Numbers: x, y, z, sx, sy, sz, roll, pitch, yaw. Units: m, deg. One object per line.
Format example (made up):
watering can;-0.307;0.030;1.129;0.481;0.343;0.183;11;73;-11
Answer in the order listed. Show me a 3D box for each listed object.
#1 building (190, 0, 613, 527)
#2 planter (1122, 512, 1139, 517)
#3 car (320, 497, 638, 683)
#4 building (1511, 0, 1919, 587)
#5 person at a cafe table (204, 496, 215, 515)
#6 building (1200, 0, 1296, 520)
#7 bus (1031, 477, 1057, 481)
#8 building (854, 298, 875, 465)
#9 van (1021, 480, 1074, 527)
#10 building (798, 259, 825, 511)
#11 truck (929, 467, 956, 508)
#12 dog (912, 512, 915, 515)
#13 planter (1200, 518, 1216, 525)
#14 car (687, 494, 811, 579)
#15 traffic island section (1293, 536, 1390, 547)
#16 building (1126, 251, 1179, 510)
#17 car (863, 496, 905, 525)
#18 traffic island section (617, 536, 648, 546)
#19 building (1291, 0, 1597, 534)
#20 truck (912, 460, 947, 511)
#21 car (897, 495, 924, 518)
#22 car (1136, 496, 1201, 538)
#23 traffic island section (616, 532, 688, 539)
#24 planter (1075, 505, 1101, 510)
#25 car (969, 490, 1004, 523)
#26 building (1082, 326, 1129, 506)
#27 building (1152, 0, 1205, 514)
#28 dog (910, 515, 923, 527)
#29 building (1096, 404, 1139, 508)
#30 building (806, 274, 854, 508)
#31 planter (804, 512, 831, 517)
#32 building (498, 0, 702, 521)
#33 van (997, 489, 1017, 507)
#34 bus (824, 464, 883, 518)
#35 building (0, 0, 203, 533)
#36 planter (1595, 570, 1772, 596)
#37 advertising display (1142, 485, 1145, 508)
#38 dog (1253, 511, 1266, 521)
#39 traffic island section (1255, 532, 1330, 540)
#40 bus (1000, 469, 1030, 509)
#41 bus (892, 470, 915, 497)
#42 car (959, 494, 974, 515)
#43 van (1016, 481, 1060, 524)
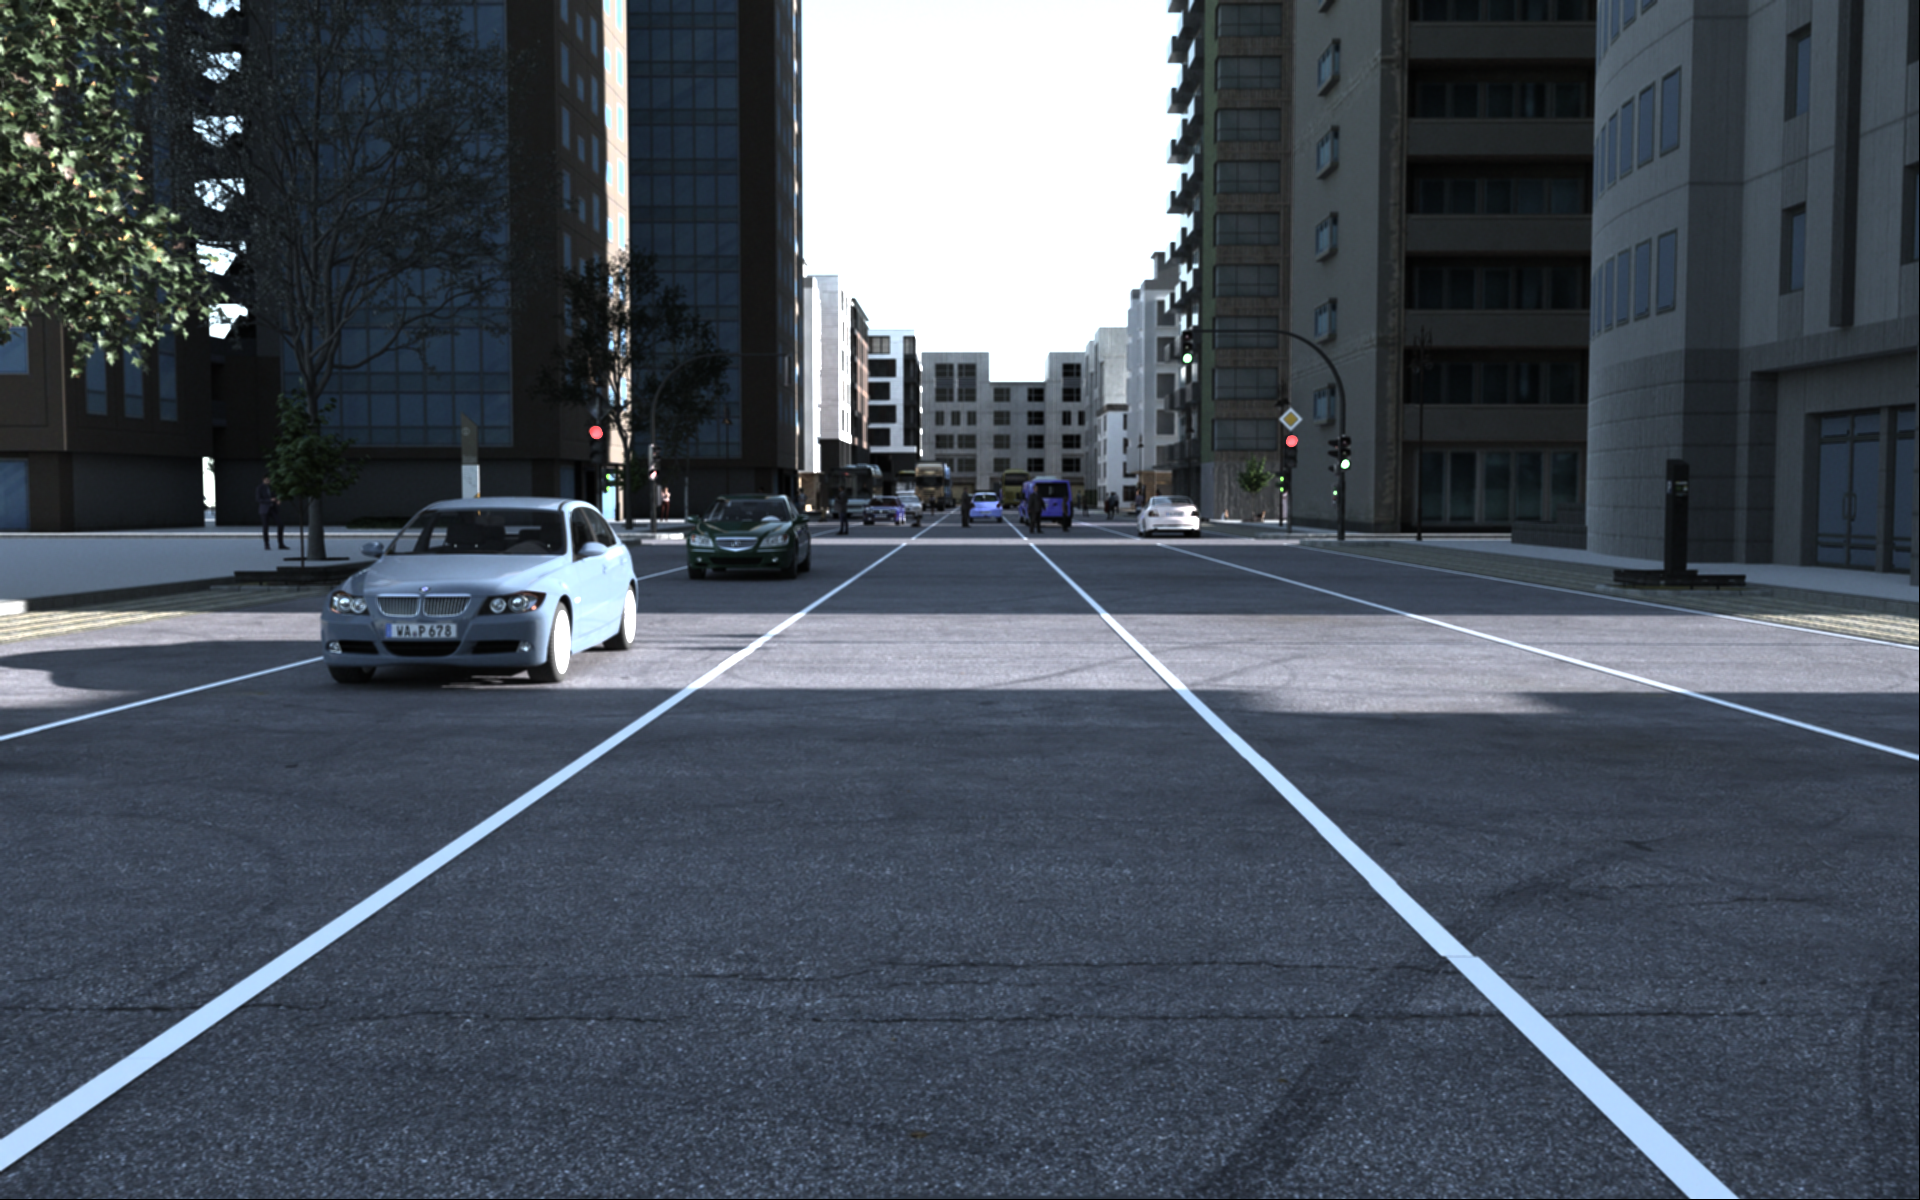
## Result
building;-22.699;-25.970;74.719;14.600;45.320;14.200;0;4;1
planter;11.249;-5.390;109.266;1.991;0.319;1.994;0;4;1
car;-3.886;-0.163;14.663;2.014;1.417;4.499;0;4;0
building;23.903;-29.990;32.341;21.231;58.520;28.212;0;4;1
person at a cafe table;-46.310;-5.974;106.195;1.698;1.524;1.622;0;4;3
building;19.692;-24.949;91.507;14.154;41.232;14.086;0;4;1
bus;9.030;-11.812;187.984;2.948;3.499;13.247;0;3;0
building;-27.025;-21.429;194.338;32.646;21.610;27.936;0;4;1
van;3.929;-4.459;77.290;2.240;2.365;5.245;0;4;0
building;-18.999;-17.179;137.290;16.016;20.091;11.380;0;4;1
truck;-1.944;-11.579;179.071;2.967;4.110;18.799;0;4;2
dog;-2.456;-4.742;97.728;0.748;0.427;0.550;3;5;40
planter;10.947;-3.699;81.613;1.991;0.319;1.994;0;4;1
car;-3.682;-1.157;30.716;2.131;1.459;4.920;0;4;0
traffic island section;10.584;-1.576;48.055;2.009;0.180;2.903;0;4;1
building;21.729;-17.380;140.582;16.016;20.091;11.380;0;4;1
car;-3.517;-4.161;80.620;1.945;1.354;3.894;0;4;3
traffic island section;-10.056;-1.590;48.285;2.009;0.180;2.903;0;4;1
building;23.875;-26.963;64.541;21.600;48.544;21.300;0;4;1
truck;-2.476;-9.611;146.060;2.839;4.237;11.283;0;4;0
car;-3.214;-5.695;105.480;2.083;1.381;4.827;0;4;0
car;6.962;-2.782;57.847;2.083;1.381;4.827;0;4;2
traffic island section;-9.969;-2.079;56.269;2.009;0.180;2.903;0;4;1
planter;11.775;-8.361;157.848;1.991;0.319;1.994;0;4;1
car;1.283;-4.787;87.859;1.945;1.707;3.694;0;4;0
building;23.105;-19.859;191.145;16.747;18.905;31.486;0;4;1
building;25.494;-30.225;113.787;23.786;49.044;30.456;0;4;1
dog;-1.868;-3.356;75.071;0.550;0.427;0.748;-1;4;-13
building;18.194;-13.416;161.496;9.099;9.664;28.070;0;4;1
building;-25.137;-19.285;159.283;27.936;21.610;32.646;0;4;1
planter;-9.085;-5.303;107.851;1.991;0.319;1.994;0;4;1
building;-16.407;-27.321;96.811;14.600;45.320;14.200;0;4;1
van;5.227;-11.285;188.896;2.240;2.365;5.245;0;4;-1
bus;-6.279;-6.739;105.036;2.948;3.499;13.247;0;3;0
building;-36.256;-25.209;62.284;14.200;45.320;14.600;0;4;1
planter;10.332;-0.242;25.098;1.991;0.319;1.994;0;4;1
advertising display;12.992;-7.171;122.456;0.123;1.923;0.974;0;4;0
dog;13.811;-3.863;79.989;0.540;0.507;0.406;-1;4;-18
traffic island section;10.672;-2.065;56.040;2.009;0.180;2.903;0;4;1
bus;5.359;-10.797;168.071;2.896;3.916;12.252;0;4;1
bus;-5.430;-11.752;183.685;2.896;3.916;12.252;0;4;1
car;0.954;-6.645;118.426;2.009;1.686;4.222;0;4;1
van;3.923;-4.866;83.946;2.240;2.365;5.245;0;4;-1
